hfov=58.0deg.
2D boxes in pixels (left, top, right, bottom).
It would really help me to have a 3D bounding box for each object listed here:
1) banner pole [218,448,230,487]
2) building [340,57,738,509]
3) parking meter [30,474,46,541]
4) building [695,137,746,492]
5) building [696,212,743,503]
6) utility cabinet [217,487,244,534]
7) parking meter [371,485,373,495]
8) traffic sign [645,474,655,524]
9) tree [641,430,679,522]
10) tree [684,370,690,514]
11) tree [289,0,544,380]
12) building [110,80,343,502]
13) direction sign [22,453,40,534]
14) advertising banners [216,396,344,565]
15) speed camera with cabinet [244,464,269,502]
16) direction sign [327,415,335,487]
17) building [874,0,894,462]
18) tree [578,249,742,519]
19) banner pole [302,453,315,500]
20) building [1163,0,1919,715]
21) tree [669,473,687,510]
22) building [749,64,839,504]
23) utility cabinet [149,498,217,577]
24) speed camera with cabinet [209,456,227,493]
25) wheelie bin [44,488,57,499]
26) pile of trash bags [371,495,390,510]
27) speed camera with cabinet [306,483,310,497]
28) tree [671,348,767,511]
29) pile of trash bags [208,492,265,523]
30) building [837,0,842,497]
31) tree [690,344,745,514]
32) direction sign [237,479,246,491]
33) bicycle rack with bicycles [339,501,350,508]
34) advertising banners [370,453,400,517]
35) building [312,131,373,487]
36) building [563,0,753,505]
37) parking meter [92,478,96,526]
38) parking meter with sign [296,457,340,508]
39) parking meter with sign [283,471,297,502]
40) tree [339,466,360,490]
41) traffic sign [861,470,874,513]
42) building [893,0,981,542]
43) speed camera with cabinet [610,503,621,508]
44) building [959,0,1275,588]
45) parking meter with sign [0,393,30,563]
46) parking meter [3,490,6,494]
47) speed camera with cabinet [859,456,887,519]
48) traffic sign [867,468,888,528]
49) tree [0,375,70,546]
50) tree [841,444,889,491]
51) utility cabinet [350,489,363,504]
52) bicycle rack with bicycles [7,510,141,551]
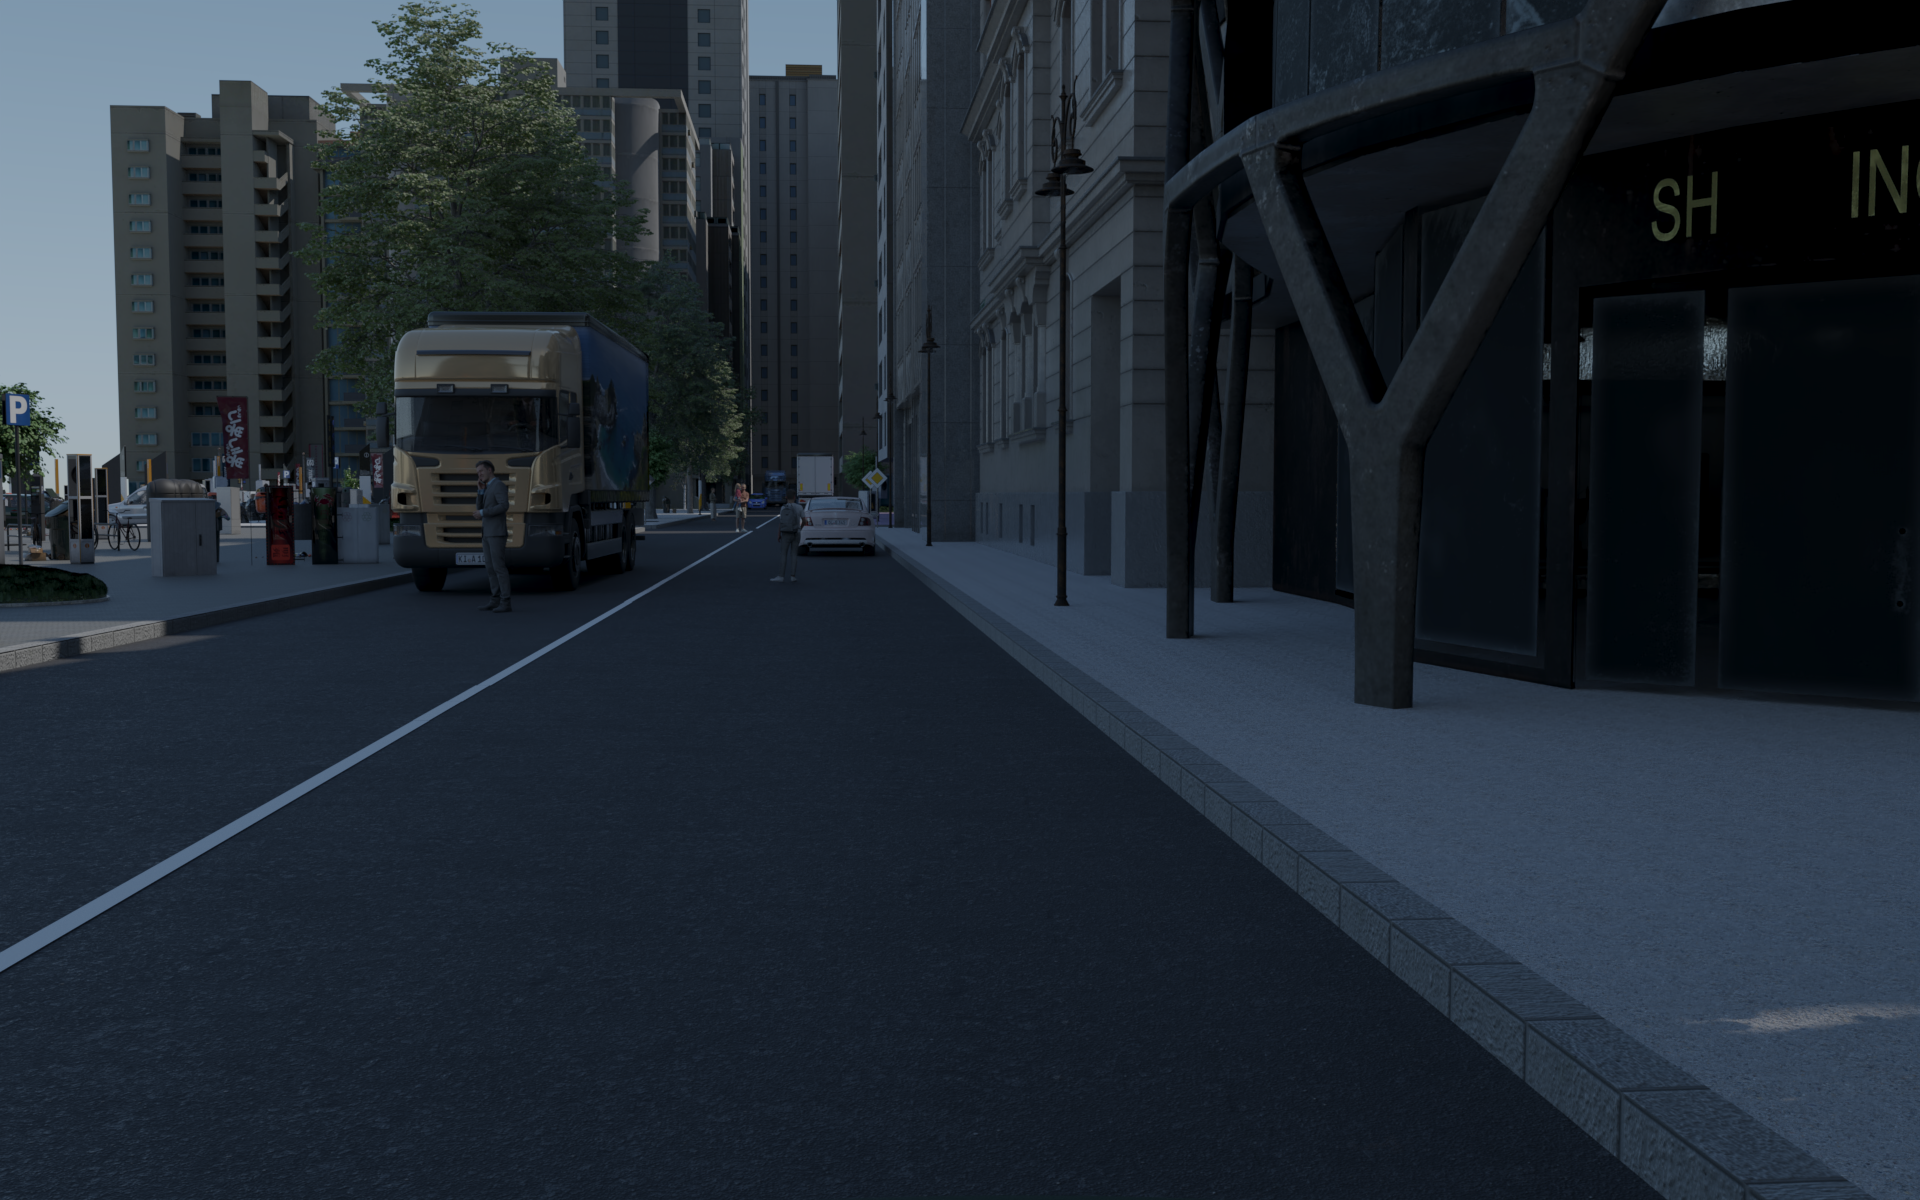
[{"bbox_3d":[-40.036,-6.371,94.182,0.401,3.779,0.863,2,4,32],"label":"banner pole"},{"bbox_3d":[-36.967,-28.550,158.667,32.217,40.220,23.993,0,4,-5],"label":"building"},{"bbox_3d":[-25.215,-2.547,47.354,0.255,1.863,0.399,-1,4,-12],"label":"parking meter"},{"bbox_3d":[-31.341,-31.132,192.599,14.154,41.232,14.086,0,4,-5],"label":"building"},{"bbox_3d":[-29.862,-24.897,178.769,14.160,30.474,14.107,0,4,-5],"label":"building"},{"bbox_3d":[-23.360,-2.854,55.346,0.318,1.500,1.173,-3,5,-43],"label":"utility cabinet"},{"bbox_3d":[-43.667,-7.524,128.735,0.399,1.863,0.255,3,5,45],"label":"parking meter"},{"bbox_3d":[-13.271,-4.246,73.064,0.795,2.450,0.064,0,4,-5],"label":"traffic sign"},{"bbox_3d":[-14.585,-5.885,79.941,4.285,4.588,4.351,0,3,0],"label":"tree"},{"bbox_3d":[-12.467,-8.069,50.050,7.486,12.596,7.792,0,3,0],"label":"tree"},{"bbox_3d":[-11.805,-7.495,40.666,7.486,12.596,7.792,0,3,0],"label":"tree"},{"bbox_3d":[-86.084,-35.697,207.340,21.600,48.544,21.300,0,4,-5],"label":"building"},{"bbox_3d":[-30.146,-3.905,55.845,0.876,3.537,0.379,-1,4,-18],"label":"direction sign"},{"bbox_3d":[-12.244,-2.142,31.216,2.074,3.025,0.090,-1,4,-19],"label":"advertising banners"},{"bbox_3d":[-46.669,-7.367,114.791,0.660,3.252,2.038,1,4,16],"label":"speed camera with cabinet"},{"bbox_3d":[-18.156,-3.551,50.052,0.379,3.537,0.876,-1,4,-9],"label":"direction sign"},{"bbox_3d":[3.308,-18.843,79.790,14.107,30.474,14.160,0,4,-5],"label":"building"},{"bbox_3d":[-16.043,-11.147,88.911,9.857,13.997,8.962,0,3,0],"label":"tree"},{"bbox_3d":[-39.398,-7.012,104.666,0.863,3.779,0.401,0,4,-6],"label":"banner pole"},{"bbox_3d":[9.991,-9.000,14.595,16.820,18.784,16.811,0,4,-5],"label":"building"},{"bbox_3d":[-22.464,-11.703,141.711,4.360,8.622,3.978,0,3,0],"label":"tree"},{"bbox_3d":[-30.988,-42.708,240.273,28.212,58.520,21.231,0,4,-5],"label":"building"},{"bbox_3d":[-12.266,-0.992,27.383,0.306,1.237,1.020,2,4,26],"label":"utility cabinet"},{"bbox_3d":[-38.071,-5.823,89.545,0.660,3.252,2.038,-3,4,-36],"label":"speed camera with cabinet"},{"bbox_3d":[-48.827,-5.194,92.828,0.693,1.594,0.980,0,4,4],"label":"wheelie bin"},{"bbox_3d":[-30.384,-4.946,90.623,3.447,1.369,1.912,3,4,36],"label":"pile of trash bags"},{"bbox_3d":[-50.249,-8.583,134.661,0.660,3.252,2.038,0,4,-1],"label":"speed camera with cabinet"},{"bbox_3d":[-19.448,-13.092,131.059,9.611,12.733,9.660,0,3,0],"label":"tree"},{"bbox_3d":[-34.595,-4.522,83.680,3.447,1.369,1.912,-3,4,-36],"label":"pile of trash bags"},{"bbox_3d":[1.311,-31.250,134.643,21.300,48.544,21.600,0,4,-5],"label":"building"},{"bbox_3d":[-18.165,-11.959,113.650,7.486,12.596,7.792,0,3,0],"label":"tree"},{"bbox_3d":[-55.820,-8.723,134.624,0.876,3.537,0.379,2,4,26],"label":"direction sign"},{"bbox_3d":[-31.067,-4.372,84.857,2.852,0.926,2.925,-1,4,-16],"label":"bicycle rack with bicycles"},{"bbox_3d":[-23.944,-4.729,73.510,2.074,3.025,0.090,0,4,-3],"label":"advertising banners"},{"bbox_3d":[-60.881,-33.899,208.868,28.867,44.769,22.147,0,4,-5],"label":"building"},{"bbox_3d":[-36.356,-47.308,211.736,20.611,71.187,20.563,0,4,-5],"label":"building"},{"bbox_3d":[-30.910,-3.451,62.128,0.255,1.863,0.399,-1,4,-9],"label":"parking meter"},{"bbox_3d":[-29.842,-5.171,80.802,1.738,3.016,0.543,-3,5,-45],"label":"parking meter with sign"},{"bbox_3d":[-49.794,-8.147,129.466,0.543,3.016,1.738,1,4,13],"label":"parking meter with sign"},{"bbox_3d":[-40.986,-7.430,116.085,1.663,3.219,1.824,0,3,0],"label":"tree"},{"bbox_3d":[-3.808,-4.293,73.827,0.795,2.450,0.064,0,4,-5],"label":"traffic sign"},{"bbox_3d":[4.277,-14.556,56.005,12.078,24.808,19.932,0,4,-5],"label":"building"},{"bbox_3d":[-25.824,-8.307,130.155,0.660,3.252,2.038,2,4,29],"label":"speed camera with cabinet"},{"bbox_3d":[7.521,-15.102,34.306,14.401,28.519,23.554,0,4,-5],"label":"building"},{"bbox_3d":[-17.234,-2.089,30.420,1.738,3.016,0.543,1,4,14],"label":"parking meter with sign"},{"bbox_3d":[-62.846,-6.442,113.742,0.372,1.533,0.369,0,3,0],"label":"parking meter"},{"bbox_3d":[-4.525,-5.864,90.212,0.660,3.252,2.038,2,4,28],"label":"speed camera with cabinet"},{"bbox_3d":[-3.147,-3.806,65.869,0.795,2.450,0.064,0,4,-5],"label":"traffic sign"},{"bbox_3d":[-23.977,-3.622,42.929,4.285,4.588,4.351,0,3,0],"label":"tree"},{"bbox_3d":[-6.176,-7.960,113.859,4.285,4.588,4.351,0,3,0],"label":"tree"},{"bbox_3d":[-27.169,-4.242,78.041,0.318,1.500,1.173,0,4,-7],"label":"utility cabinet"},{"bbox_3d":[-20.228,-1.581,39.228,2.852,0.926,2.925,-3,5,-44],"label":"bicycle rack with bicycles"}]
